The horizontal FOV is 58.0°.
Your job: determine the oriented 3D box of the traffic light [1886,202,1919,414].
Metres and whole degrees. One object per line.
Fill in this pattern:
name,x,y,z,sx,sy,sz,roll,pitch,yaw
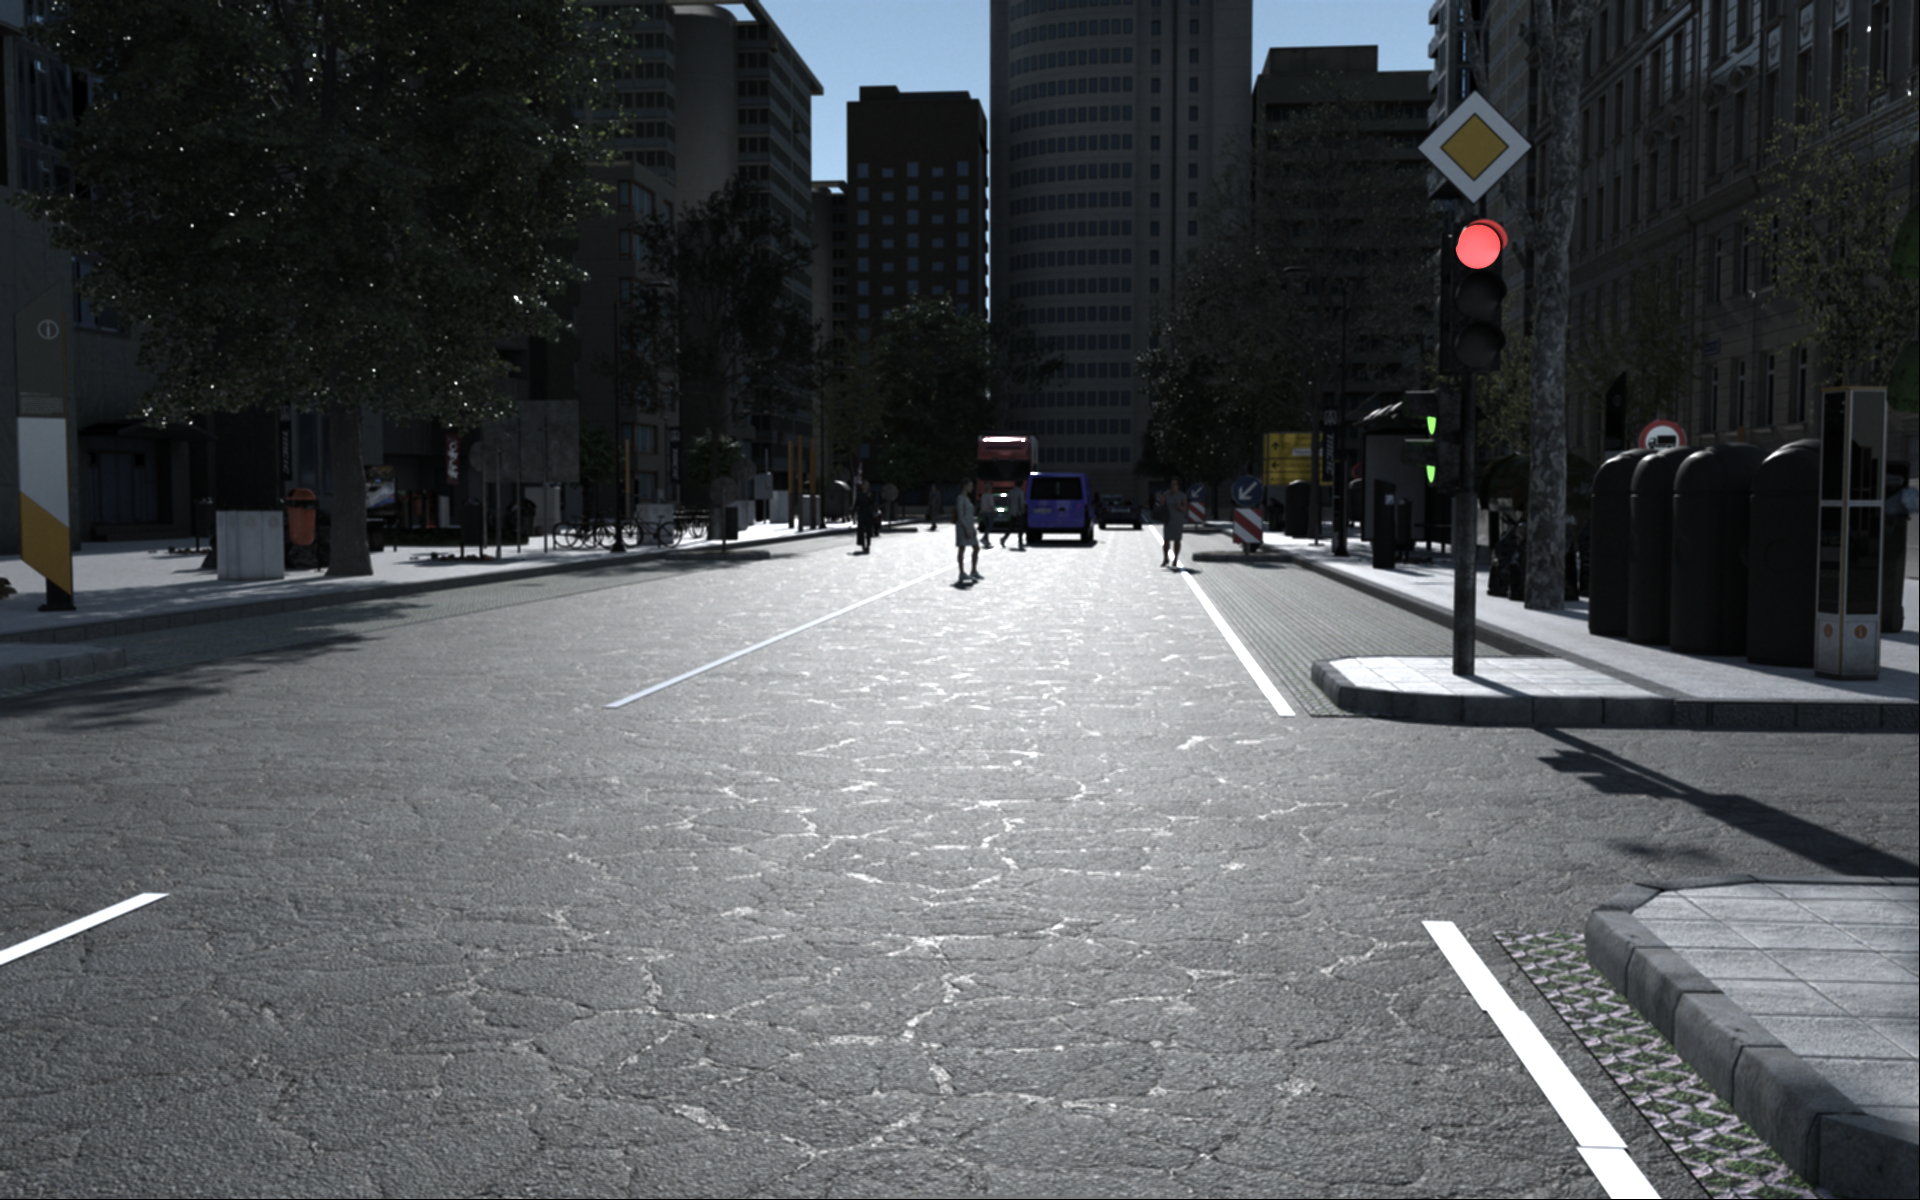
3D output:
traffic light,2.795,-0.938,4.255,0.839,4.253,0.868,0,4,5

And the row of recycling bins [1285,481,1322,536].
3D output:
row of recycling bins,10.745,-2.886,54.300,1.069,1.692,3.534,1,4,17

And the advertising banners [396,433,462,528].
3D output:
advertising banners,-15.203,-3.263,49.540,2.074,3.025,0.090,-3,4,-38

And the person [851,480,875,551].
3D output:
person,-2.418,-2.120,43.588,0.576,1.772,0.534,-2,4,-24

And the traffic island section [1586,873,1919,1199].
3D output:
traffic island section,2.834,1.096,4.365,2.009,0.180,2.903,0,4,5

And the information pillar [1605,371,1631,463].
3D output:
information pillar,12.564,-2.560,33.219,0.183,3.616,0.504,-1,4,-19

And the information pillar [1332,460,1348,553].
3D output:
information pillar,8.288,-2.036,37.789,0.304,2.012,0.304,1,4,18

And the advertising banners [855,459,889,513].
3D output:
advertising banners,-4.369,-5.480,85.784,2.074,3.025,0.090,2,4,34

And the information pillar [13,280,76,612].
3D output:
information pillar,-9.984,-1.683,18.869,0.504,3.616,0.183,-3,5,-41

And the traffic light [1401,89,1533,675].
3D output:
traffic light,3.563,-1.424,12.203,0.839,4.253,0.868,0,4,5

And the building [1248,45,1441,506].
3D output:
building,42.580,-34.731,191.551,21.600,48.544,21.300,0,4,5

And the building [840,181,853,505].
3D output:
building,-23.032,-31.341,204.308,23.993,40.220,32.217,0,4,5

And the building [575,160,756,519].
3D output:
building,-29.190,-15.931,105.511,27.650,21.520,28.899,0,4,5

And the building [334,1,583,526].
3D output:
building,-25.304,-18.497,74.125,14.160,30.474,14.107,0,4,5

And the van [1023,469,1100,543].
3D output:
van,3.051,-2.936,52.384,2.240,2.365,5.245,0,4,6

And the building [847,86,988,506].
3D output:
building,-4.410,-33.217,193.211,14.200,45.320,14.600,0,4,5

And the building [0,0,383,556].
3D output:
building,-30.350,-44.623,42.262,22.319,86.520,31.000,0,4,5

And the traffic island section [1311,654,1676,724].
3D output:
traffic island section,3.602,0.610,12.313,2.009,0.180,2.903,0,4,5

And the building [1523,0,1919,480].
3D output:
building,32.451,-16.806,72.037,12.463,27.353,25.104,0,4,5

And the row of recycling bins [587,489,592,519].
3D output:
row of recycling bins,-20.668,-4.995,88.786,3.534,1.692,1.069,0,4,-3

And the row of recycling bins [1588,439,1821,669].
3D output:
row of recycling bins,6.267,-0.445,14.397,1.069,1.692,3.534,0,4,-4

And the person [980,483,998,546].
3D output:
person,0.760,-2.375,47.996,0.731,1.740,0.598,3,5,40

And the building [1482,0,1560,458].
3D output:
building,44.536,-25.037,101.239,32.217,40.220,23.993,0,4,5

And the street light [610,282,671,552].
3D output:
street light,-7.038,-4.014,38.164,1.470,5.913,1.316,0,4,5

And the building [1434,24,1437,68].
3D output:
building,67.415,-39.591,189.309,28.212,58.520,21.231,0,4,5

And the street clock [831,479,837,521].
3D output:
street clock,-6.058,-4.798,83.022,0.358,2.002,0.471,-2,4,-28

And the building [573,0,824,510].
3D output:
building,-24.237,-27.191,136.454,23.993,40.220,32.217,0,4,5

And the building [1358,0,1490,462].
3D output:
building,43.320,-49.855,127.804,22.319,86.520,31.000,0,4,5

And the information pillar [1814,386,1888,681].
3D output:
information pillar,6.159,-0.458,11.977,0.304,2.012,0.304,0,4,-7

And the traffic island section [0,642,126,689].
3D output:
traffic island section,-7.936,0.541,13.428,2.009,0.180,2.903,0,4,5

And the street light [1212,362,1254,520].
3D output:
street light,9.690,-5.387,60.623,1.470,5.913,1.316,0,4,5

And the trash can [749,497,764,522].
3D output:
trash can,-9.424,-4.214,80.548,0.748,1.137,0.748,0,3,0

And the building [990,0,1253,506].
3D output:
building,17.663,-39.894,194.268,28.212,58.520,21.231,0,4,5

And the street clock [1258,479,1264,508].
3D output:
street clock,14.869,-4.974,85.891,0.471,2.002,0.358,0,4,-6

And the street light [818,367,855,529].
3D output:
street light,-4.521,-5.565,63.527,1.470,5.913,1.316,0,4,5

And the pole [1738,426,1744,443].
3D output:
pole,23.250,-3.535,51.641,0.158,3.312,0.155,0,3,0

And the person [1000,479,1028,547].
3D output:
person,1.470,-2.329,46.433,0.795,1.843,0.661,-3,4,-38

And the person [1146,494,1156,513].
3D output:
person,13.654,-6.843,123.640,1.065,1.426,0.557,-3,5,-41

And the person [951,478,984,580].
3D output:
person,0.098,-1.194,29.033,0.522,1.701,0.512,1,4,19

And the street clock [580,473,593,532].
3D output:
street clock,-12.567,-3.284,58.271,0.471,2.002,0.358,-1,4,-12

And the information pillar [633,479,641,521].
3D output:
information pillar,-15.395,-4.775,82.567,0.304,2.012,0.304,0,4,2

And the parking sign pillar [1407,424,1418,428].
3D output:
parking sign pillar,16.928,-4.577,63.303,1.447,3.967,1.447,2,4,31

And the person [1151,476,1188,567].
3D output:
person,4.109,-1.547,34.159,0.716,1.782,0.532,1,4,21

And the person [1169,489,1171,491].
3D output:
person,12.913,-5.968,106.632,0.990,1.755,0.434,3,4,38

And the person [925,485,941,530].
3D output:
person,-1.086,-3.726,69.528,0.694,1.812,0.767,3,4,38

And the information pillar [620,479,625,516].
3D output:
information pillar,-16.952,-5.050,87.066,0.304,2.012,0.304,2,4,35

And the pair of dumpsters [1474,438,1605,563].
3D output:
pair of dumpsters,9.927,-1.697,30.248,1.574,2.255,4.437,0,4,5
